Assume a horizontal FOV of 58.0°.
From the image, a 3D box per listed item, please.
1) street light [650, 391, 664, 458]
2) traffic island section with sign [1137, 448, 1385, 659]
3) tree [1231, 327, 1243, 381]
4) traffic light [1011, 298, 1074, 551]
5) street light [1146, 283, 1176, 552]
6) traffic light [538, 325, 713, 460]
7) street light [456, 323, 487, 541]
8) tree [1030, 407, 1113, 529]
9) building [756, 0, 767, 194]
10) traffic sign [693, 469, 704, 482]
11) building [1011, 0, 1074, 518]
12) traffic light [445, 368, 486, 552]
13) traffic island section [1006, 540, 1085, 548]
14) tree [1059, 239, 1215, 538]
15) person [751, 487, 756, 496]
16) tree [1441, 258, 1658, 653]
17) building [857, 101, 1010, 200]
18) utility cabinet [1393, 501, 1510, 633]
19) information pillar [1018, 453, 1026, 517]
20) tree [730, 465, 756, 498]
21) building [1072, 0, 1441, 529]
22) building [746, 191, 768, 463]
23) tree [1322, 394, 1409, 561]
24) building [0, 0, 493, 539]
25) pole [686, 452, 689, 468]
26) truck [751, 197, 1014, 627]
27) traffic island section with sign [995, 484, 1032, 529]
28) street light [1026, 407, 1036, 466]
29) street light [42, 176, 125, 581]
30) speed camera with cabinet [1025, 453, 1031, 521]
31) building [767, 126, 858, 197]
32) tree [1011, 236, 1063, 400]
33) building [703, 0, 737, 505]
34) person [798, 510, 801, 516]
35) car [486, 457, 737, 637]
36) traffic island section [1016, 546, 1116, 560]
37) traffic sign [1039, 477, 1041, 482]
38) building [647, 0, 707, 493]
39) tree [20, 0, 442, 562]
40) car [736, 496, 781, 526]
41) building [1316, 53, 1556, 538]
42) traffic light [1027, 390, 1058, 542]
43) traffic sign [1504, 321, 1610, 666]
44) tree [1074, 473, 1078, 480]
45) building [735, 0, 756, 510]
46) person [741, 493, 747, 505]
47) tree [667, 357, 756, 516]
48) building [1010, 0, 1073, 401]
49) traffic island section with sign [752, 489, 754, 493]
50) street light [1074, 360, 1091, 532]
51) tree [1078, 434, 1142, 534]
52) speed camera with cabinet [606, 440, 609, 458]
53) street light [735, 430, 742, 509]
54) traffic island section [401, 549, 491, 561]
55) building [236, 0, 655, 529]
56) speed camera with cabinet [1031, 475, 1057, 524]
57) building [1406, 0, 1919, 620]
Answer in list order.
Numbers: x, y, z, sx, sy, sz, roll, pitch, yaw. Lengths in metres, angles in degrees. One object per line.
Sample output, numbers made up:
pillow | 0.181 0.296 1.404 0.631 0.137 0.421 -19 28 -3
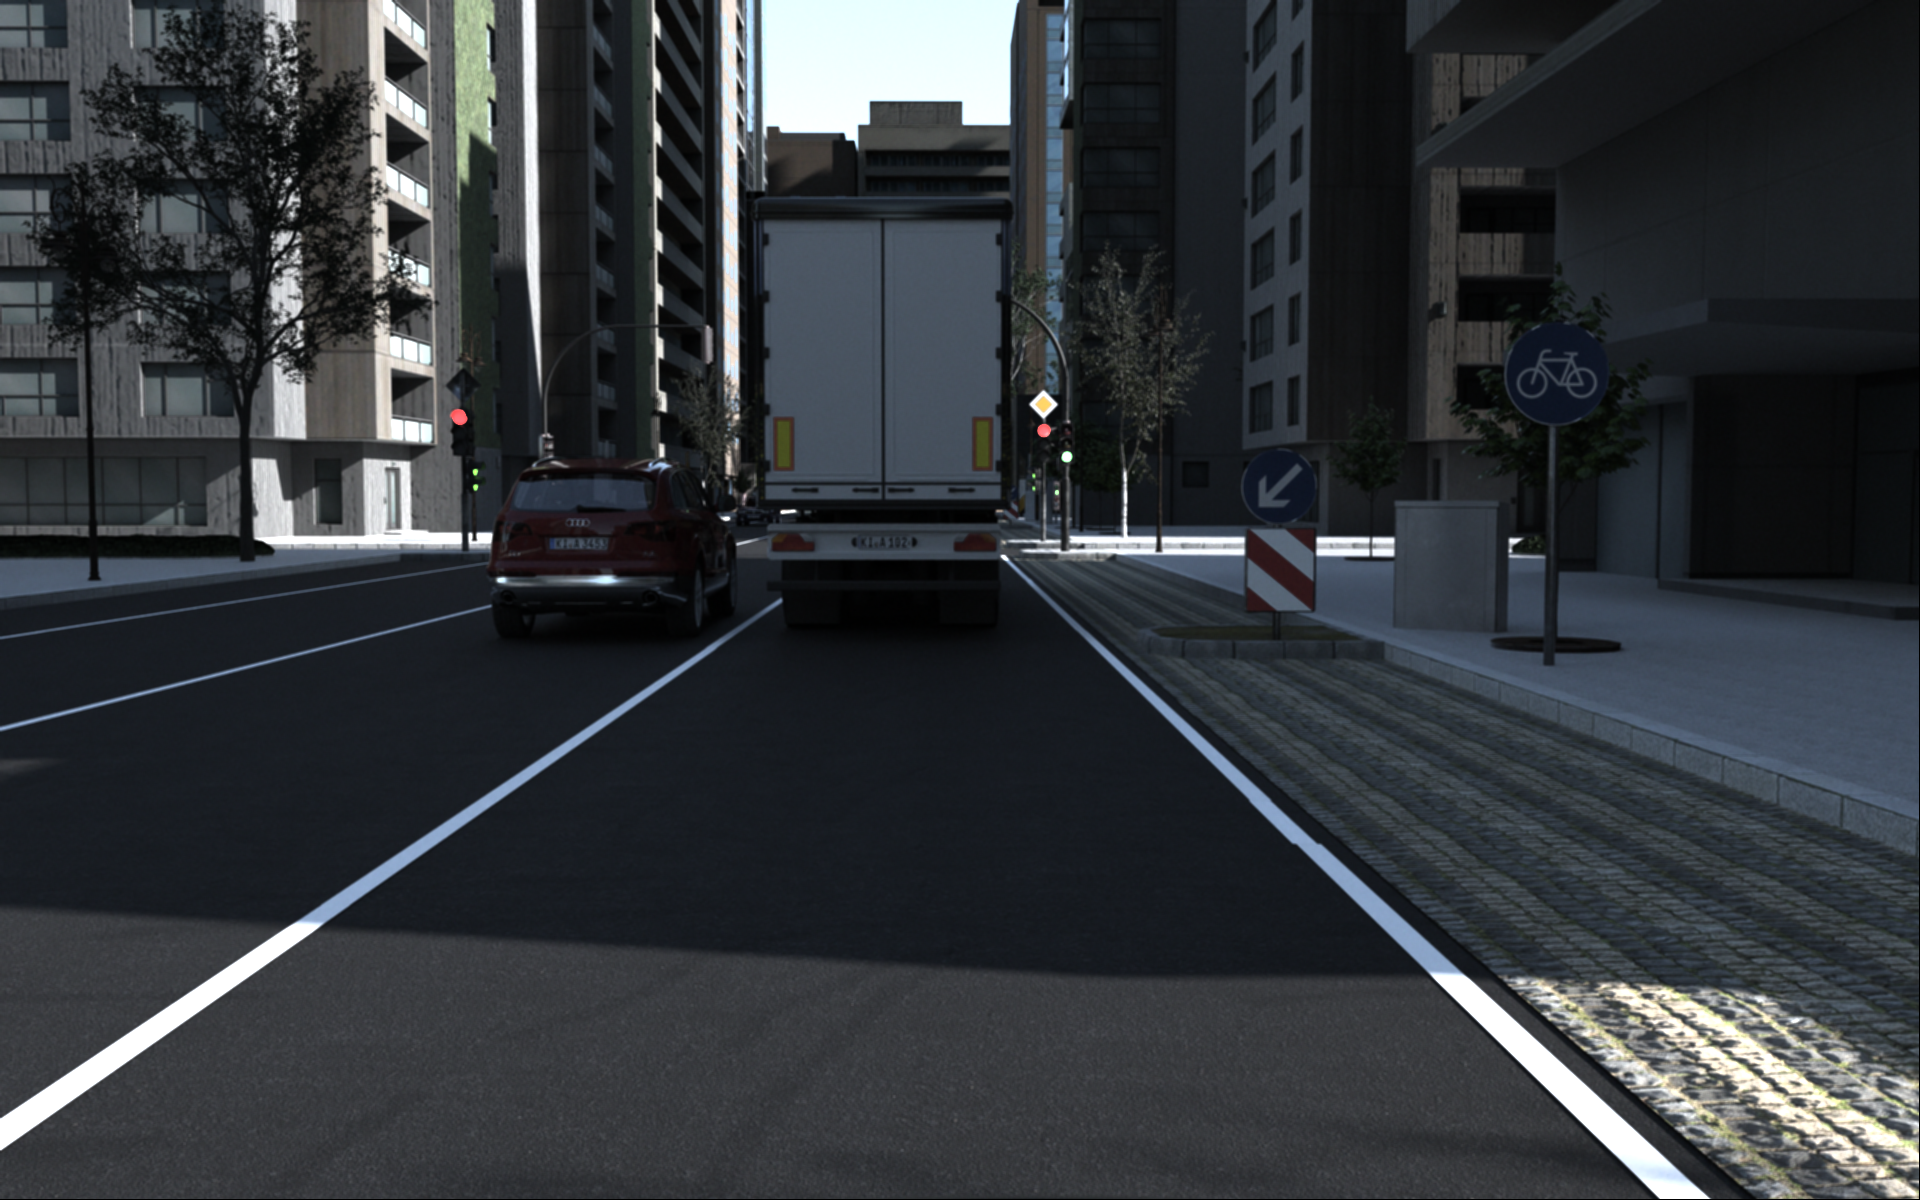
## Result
street light | -13.580 -6.429 77.908 0.468 5.910 1.993 0 4 -1
traffic island section with sign | 2.667 -0.443 15.872 1.989 1.847 2.006 0 4 -1
tree | 12.441 -7.070 65.952 4.360 8.622 3.978 0 3 0
traffic light | 0.241 -3.909 38.582 4.771 5.953 1.251 0 4 -1
street light | 4.389 -3.990 38.023 0.468 5.910 1.993 0 4 -1
traffic light | -9.041 -4.400 46.609 4.771 5.953 1.251 0 4 -1
street light | -13.206 -4.535 46.939 0.468 5.910 1.993 0 4 -1
tree | 4.366 -4.975 65.057 4.285 4.588 4.351 0 3 0
building | -32.650 -53.218 182.780 31.000 86.520 22.319 0 4 -1
traffic sign | -13.618 -5.466 89.475 0.768 2.556 0.104 0 4 2
building | 14.896 -48.446 104.762 22.319 86.520 31.000 0 4 -1
traffic light | -11.028 -3.036 38.562 0.839 4.253 0.868 0 4 -1
traffic island section | 2.269 -1.503 46.849 2.009 0.180 2.903 0 4 -1
tree | 5.068 -6.141 50.773 4.360 8.622 3.978 0 3 0
person | -11.011 -5.178 93.141 0.794 1.824 0.713 1 4 10
tree | 4.833 -1.209 14.371 1.663 3.219 1.824 0 3 0
building | -1.775 -36.293 217.091 21.600 48.544 21.300 0 4 -1
utility cabinet | 4.642 -0.319 16.377 1.020 1.237 0.306 3 4 37
information pillar | 3.519 -6.503 97.684 0.183 3.616 0.504 -3 5 -44
tree | -14.642 -7.410 115.761 1.663 3.219 1.824 0 3 0
building | 11.810 -18.607 75.934 14.160 30.474 14.107 0 4 -1
building | -24.179 -24.010 164.268 14.160 30.474 14.107 0 4 -1
tree | 7.856 -2.385 33.597 1.663 3.219 1.824 0 3 0
building | -23.350 -22.654 53.986 14.154 41.232 14.086 0 4 -1
pole | -13.164 -5.498 83.742 0.158 3.312 0.155 0 3 0
truck | -0.750 -2.024 22.003 2.839 4.237 11.283 0 4 0
traffic island section with sign | 1.948 -3.842 71.446 1.989 1.847 2.006 0 4 -1
street light | 3.677 -7.167 89.968 0.468 5.910 1.993 0 4 -1
street light | -12.875 -3.229 25.587 0.468 5.910 1.993 0 4 -1
speed camera with cabinet | 3.492 -5.464 83.664 0.660 3.252 2.038 0 4 6
building | -19.694 -34.486 213.954 14.200 45.320 14.600 0 4 -1
tree | 2.851 -16.704 128.997 12.611 20.169 13.585 0 3 0
building | -24.272 -29.297 129.111 14.600 45.320 14.200 0 4 -1
person | -10.121 -6.208 109.980 0.573 1.828 0.580 -1 4 -9
car | -3.655 -0.625 18.896 2.281 1.827 5.304 0 4 -1
traffic island section | 2.372 -1.014 38.865 2.009 0.180 2.903 0 4 -1
traffic sign | 3.619 -4.619 77.646 0.606 2.300 0.079 0 4 0
building | -27.737 -29.497 105.970 21.300 48.544 21.600 0 4 -1
tree | -13.695 -5.993 32.394 8.767 10.594 7.601 1 4 13
car | -9.182 -4.063 79.012 1.945 1.354 3.894 0 4 0
building | 17.237 -17.362 55.577 14.107 30.474 14.160 0 4 -1
traffic light | 2.228 -3.536 46.735 0.839 4.253 0.868 0 4 -1
traffic sign | 4.413 -0.782 12.899 0.768 2.556 0.104 0 4 3
tree | 4.985 -4.102 61.670 1.663 3.219 1.824 0 3 0
building | -26.601 -43.267 145.666 20.563 71.187 20.611 0 4 -1
person | -16.247 -7.557 130.264 0.551 1.740 0.621 1 4 22
tree | -13.719 -8.781 93.935 4.360 8.622 3.978 0 3 0
building | 11.682 -30.982 156.668 14.600 45.320 14.200 0 4 -1
traffic island section with sign | -11.534 -5.529 99.022 1.989 1.847 2.006 0 4 -1
street light | 4.135 -5.265 58.878 0.468 5.910 1.993 0 4 -1
tree | 5.074 -3.714 55.331 1.663 3.219 1.824 0 3 0
speed camera with cabinet | -13.164 -4.273 64.205 0.660 3.252 2.038 0 4 -4
street light | -13.940 -8.342 109.173 0.468 5.910 1.993 0 4 -1
traffic island section | -11.068 -1.004 38.696 2.009 0.180 2.903 0 4 -1
building | -21.738 -24.004 76.053 14.154 41.232 14.086 0 4 -1
speed camera with cabinet | 3.747 -4.914 74.680 0.660 3.252 2.038 -1 4 -12
building | 21.017 -26.048 15.132 28.713 52.752 27.495 0 4 -1
